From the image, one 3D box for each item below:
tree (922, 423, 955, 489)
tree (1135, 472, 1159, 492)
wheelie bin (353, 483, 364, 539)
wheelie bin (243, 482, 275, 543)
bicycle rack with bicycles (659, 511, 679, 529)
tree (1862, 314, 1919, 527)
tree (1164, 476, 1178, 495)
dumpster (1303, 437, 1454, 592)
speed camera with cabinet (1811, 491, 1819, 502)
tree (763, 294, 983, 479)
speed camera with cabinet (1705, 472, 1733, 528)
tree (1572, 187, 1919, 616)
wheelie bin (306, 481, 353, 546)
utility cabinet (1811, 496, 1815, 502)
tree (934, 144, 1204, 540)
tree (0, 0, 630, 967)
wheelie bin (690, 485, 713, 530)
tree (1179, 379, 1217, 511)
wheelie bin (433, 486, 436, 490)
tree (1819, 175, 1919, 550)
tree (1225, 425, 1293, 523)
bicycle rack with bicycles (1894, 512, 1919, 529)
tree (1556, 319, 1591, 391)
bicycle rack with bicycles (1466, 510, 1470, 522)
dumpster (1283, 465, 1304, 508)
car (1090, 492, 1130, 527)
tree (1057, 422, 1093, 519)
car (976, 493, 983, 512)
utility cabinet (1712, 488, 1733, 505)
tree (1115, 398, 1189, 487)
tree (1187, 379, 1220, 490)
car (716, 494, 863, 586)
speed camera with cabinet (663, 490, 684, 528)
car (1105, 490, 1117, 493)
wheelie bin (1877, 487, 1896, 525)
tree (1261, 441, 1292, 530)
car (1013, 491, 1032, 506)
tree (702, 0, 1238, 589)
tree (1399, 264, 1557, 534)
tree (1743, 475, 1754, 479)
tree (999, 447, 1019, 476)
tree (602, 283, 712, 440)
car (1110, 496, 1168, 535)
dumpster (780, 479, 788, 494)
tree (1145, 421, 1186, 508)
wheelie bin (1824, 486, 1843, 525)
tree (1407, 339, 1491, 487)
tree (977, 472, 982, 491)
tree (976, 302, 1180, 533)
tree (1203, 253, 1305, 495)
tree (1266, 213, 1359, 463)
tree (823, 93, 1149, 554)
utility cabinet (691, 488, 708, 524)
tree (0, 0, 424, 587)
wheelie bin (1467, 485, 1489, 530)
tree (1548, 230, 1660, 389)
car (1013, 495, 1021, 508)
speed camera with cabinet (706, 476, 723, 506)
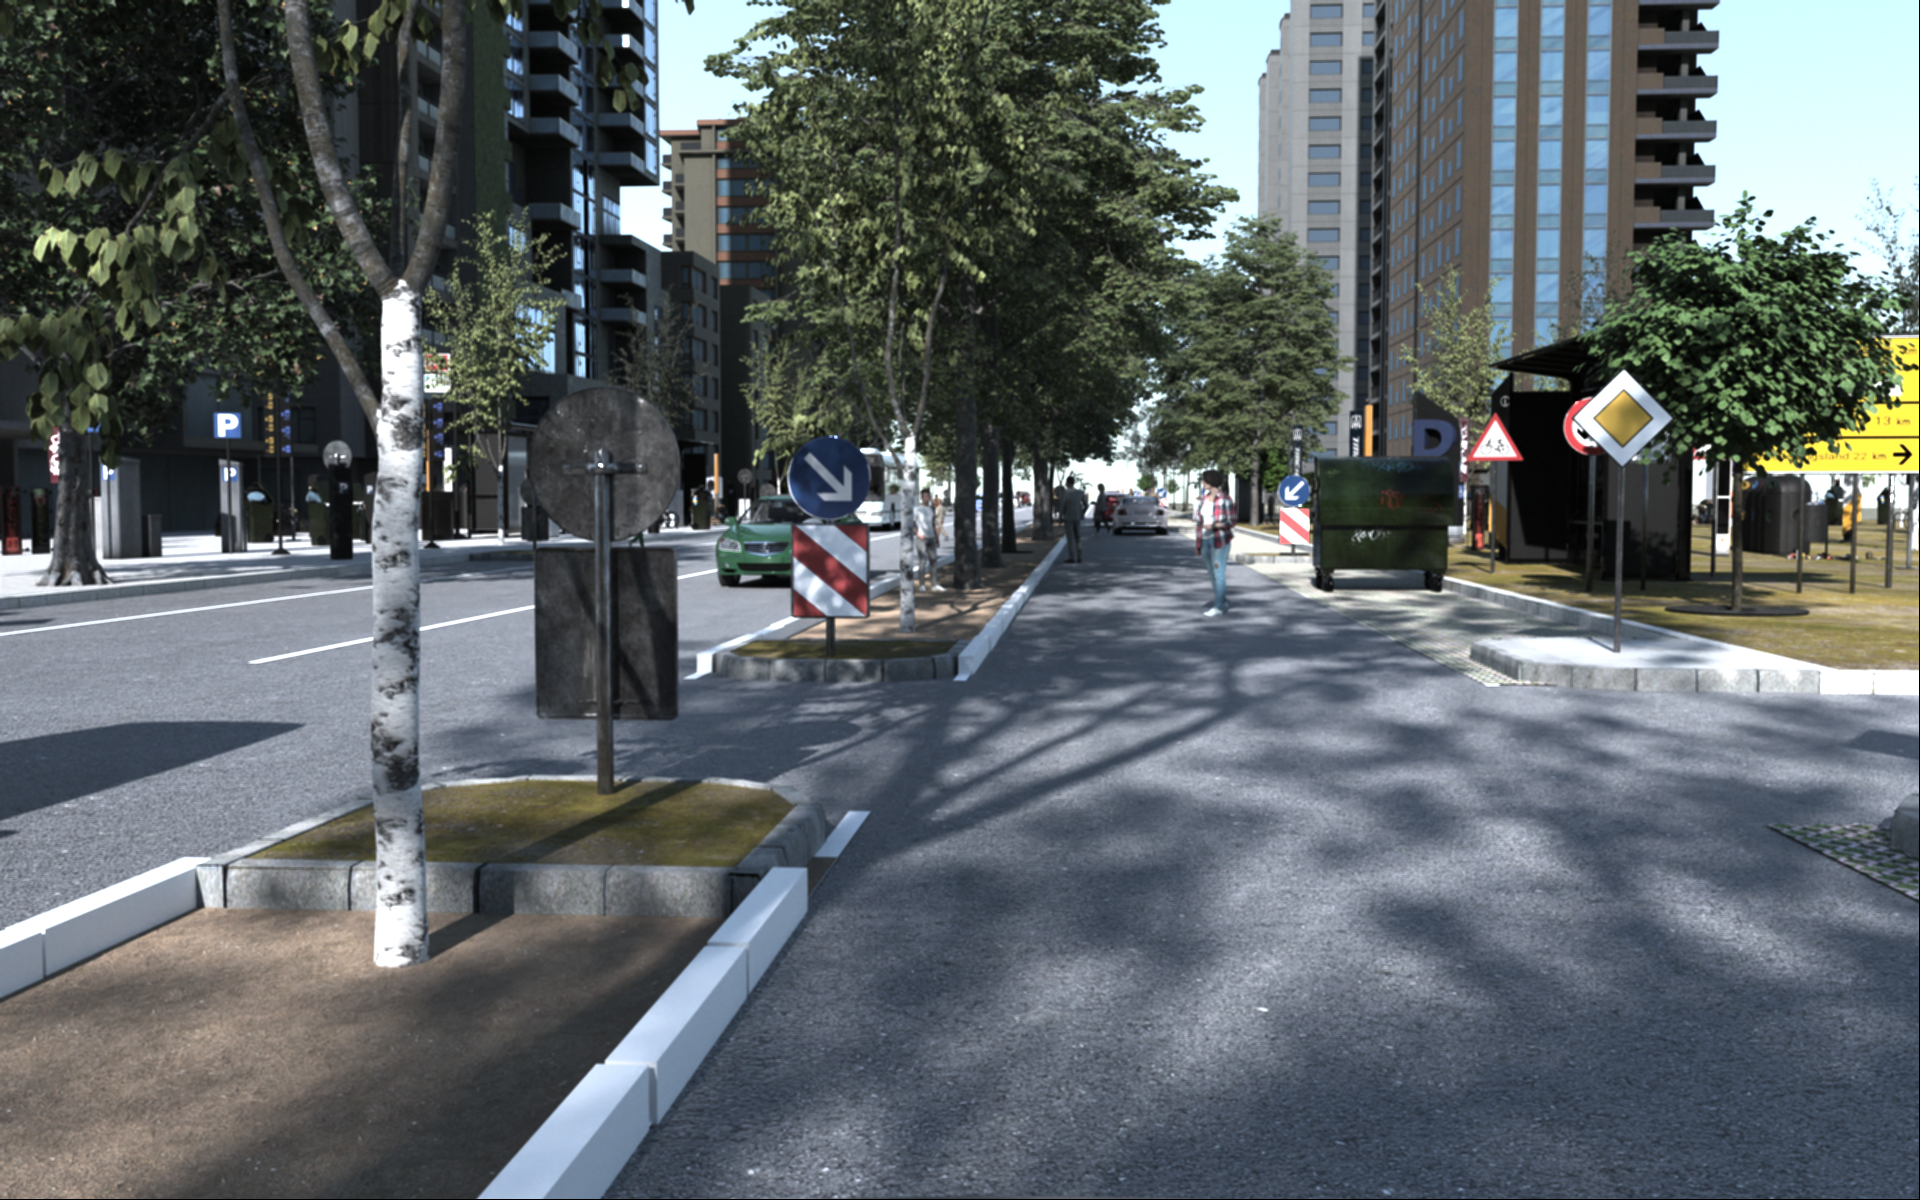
[{"bbox_3d":[-2.076,-13.223,166.558,4.360,8.622,3.978,0,3,0],"label":"tree"},{"bbox_3d":[25.676,-15.458,236.448,4.285,4.588,4.351,0,3,0],"label":"tree"},{"bbox_3d":[-17.339,-2.526,49.201,0.980,1.594,0.693,-3,5,-41],"label":"wheelie bin"},{"bbox_3d":[-18.462,-2.304,45.584,0.693,1.594,0.980,-3,4,-38],"label":"wheelie bin"},{"bbox_3d":[-11.743,-3.123,64.441,2.925,0.926,2.852,-1,4,-18],"label":"bicycle rack with bicycles"},{"bbox_3d":[36.366,-7.117,66.728,4.737,8.622,4.395,0,3,0],"label":"tree"},{"bbox_3d":[22.179,-11.404,181.053,1.663,3.219,1.824,0,3,0],"label":"tree"},{"bbox_3d":[6.182,-1.259,25.536,1.985,2.255,1.502,0,4,6],"label":"dumpster"},{"bbox_3d":[39.125,-5.312,81.183,2.038,3.252,0.660,2,4,33],"label":"speed camera with cabinet"},{"bbox_3d":[-6.812,-11.732,102.193,12.009,13.543,11.850,0,3,0],"label":"tree"},{"bbox_3d":[29.464,-4.400,66.270,2.038,3.252,0.660,-2,4,-26],"label":"speed camera with cabinet"},{"bbox_3d":[8.456,-2.146,18.801,4.285,4.588,4.351,0,3,0],"label":"tree"},{"bbox_3d":[-15.811,-2.150,43.068,0.693,1.594,0.980,2,4,32],"label":"wheelie bin"},{"bbox_3d":[28.700,-2.927,59.017,0.306,1.237,1.020,0,4,-6],"label":"utility cabinet"},{"bbox_3d":[2.568,-8.808,53.130,9.857,13.997,8.962,0,3,0],"label":"tree"},{"bbox_3d":[-1.723,-3.207,5.261,4.737,8.622,4.395,0,3,0],"label":"tree"},{"bbox_3d":[-9.252,-3.316,62.121,0.693,1.594,0.980,0,4,8],"label":"wheelie bin"},{"bbox_3d":[17.939,-12.239,134.524,7.601,10.594,8.767,1,4,15],"label":"tree"},{"bbox_3d":[-20.239,-3.616,67.035,0.980,1.594,0.693,-1,4,-18],"label":"wheelie bin"},{"bbox_3d":[21.601,-5.441,39.330,4.360,8.622,3.978,0,3,0],"label":"tree"},{"bbox_3d":[13.473,-5.717,77.183,4.285,4.588,4.351,0,3,0],"label":"tree"},{"bbox_3d":[35.139,-2.978,62.072,2.925,0.926,2.852,-1,4,-16],"label":"bicycle rack with bicycles"},{"bbox_3d":[25.450,-7.445,72.085,4.737,8.622,4.395,0,3,0],"label":"tree"},{"bbox_3d":[21.350,-3.935,77.727,2.925,0.926,2.852,1,4,20],"label":"bicycle rack with bicycles"},{"bbox_3d":[11.516,-3.326,56.868,1.502,2.255,1.985,0,4,4],"label":"dumpster"},{"bbox_3d":[6.820,-4.115,76.318,2.155,1.783,4.494,0,4,4],"label":"car"},{"bbox_3d":[5.157,-8.250,87.709,4.360,8.622,3.978,0,3,0],"label":"tree"},{"bbox_3d":[1.955,-7.940,139.405,1.945,1.707,3.694,0,4,4],"label":"car"},{"bbox_3d":[29.958,-3.594,67.442,1.173,1.500,0.318,0,4,3],"label":"utility cabinet"},{"bbox_3d":[23.895,-18.620,214.802,12.009,13.543,11.850,0,3,0],"label":"tree"},{"bbox_3d":[14.979,-9.234,101.345,4.737,8.622,4.395,0,3,0],"label":"tree"},{"bbox_3d":[-2.660,-1.011,28.327,2.131,1.459,4.920,0,4,7],"label":"car"},{"bbox_3d":[-11.263,-4.442,66.964,0.660,3.252,2.038,0,4,8],"label":"speed camera with cabinet"},{"bbox_3d":[15.673,-10.374,178.292,2.281,1.827,5.304,0,4,3],"label":"car"},{"bbox_3d":[38.656,-3.938,72.297,0.693,1.594,0.980,2,4,31],"label":"wheelie bin"},{"bbox_3d":[11.387,-4.168,62.741,1.663,3.219,1.824,0,3,0],"label":"tree"},{"bbox_3d":[7.524,-12.281,209.462,2.281,1.827,5.304,0,4,6],"label":"car"},{"bbox_3d":[0.175,-6.407,25.340,7.486,12.596,7.792,0,3,0],"label":"tree"},{"bbox_3d":[16.032,-6.393,54.888,4.737,8.622,4.395,0,3,0],"label":"tree"},{"bbox_3d":[38.662,-8.224,84.829,4.360,8.622,3.978,0,3,0],"label":"tree"},{"bbox_3d":[3.835,-20.307,242.394,12.009,13.543,11.850,0,3,0],"label":"tree"},{"bbox_3d":[-10.827,-6.778,61.175,4.360,8.622,3.978,0,3,0],"label":"tree"},{"bbox_3d":[6.433,-3.043,62.116,2.083,1.381,4.827,0,4,4],"label":"car"},{"bbox_3d":[-8.534,-5.264,88.565,1.502,2.255,1.985,0,4,5],"label":"dumpster"},{"bbox_3d":[19.210,-12.840,160.303,4.360,8.622,3.978,0,3,0],"label":"tree"},{"bbox_3d":[35.888,-3.860,71.026,0.980,1.594,0.693,-2,4,-25],"label":"wheelie bin"},{"bbox_3d":[22.966,-8.012,81.353,4.360,8.622,3.978,0,3,0],"label":"tree"},{"bbox_3d":[0.962,-13.551,205.273,4.285,4.588,4.351,0,3,0],"label":"tree"},{"bbox_3d":[3.164,-7.655,62.026,8.767,10.594,7.601,0,4,5],"label":"tree"},{"bbox_3d":[14.005,-11.283,91.137,9.857,13.997,8.962,0,3,0],"label":"tree"},{"bbox_3d":[12.356,-9.296,70.114,7.486,12.596,7.792,0,3,0],"label":"tree"},{"bbox_3d":[1.087,-6.942,41.710,9.928,11.665,9.643,0,3,0],"label":"tree"},{"bbox_3d":[-11.285,-4.066,75.158,0.318,1.500,1.173,1,4,11],"label":"utility cabinet"},{"bbox_3d":[-12.472,-6.561,24.287,9.611,12.733,9.660,0,3,0],"label":"tree"},{"bbox_3d":[18.345,-3.265,61.296,0.980,1.594,0.693,1,4,10],"label":"wheelie bin"},{"bbox_3d":[18.816,-6.047,49.231,4.360,8.622,3.978,0,3,0],"label":"tree"},{"bbox_3d":[5.577,-10.627,186.108,2.083,1.381,4.827,0,4,3],"label":"car"},{"bbox_3d":[-13.338,-5.867,90.260,2.038,3.252,0.660,2,4,31],"label":"speed camera with cabinet"}]
